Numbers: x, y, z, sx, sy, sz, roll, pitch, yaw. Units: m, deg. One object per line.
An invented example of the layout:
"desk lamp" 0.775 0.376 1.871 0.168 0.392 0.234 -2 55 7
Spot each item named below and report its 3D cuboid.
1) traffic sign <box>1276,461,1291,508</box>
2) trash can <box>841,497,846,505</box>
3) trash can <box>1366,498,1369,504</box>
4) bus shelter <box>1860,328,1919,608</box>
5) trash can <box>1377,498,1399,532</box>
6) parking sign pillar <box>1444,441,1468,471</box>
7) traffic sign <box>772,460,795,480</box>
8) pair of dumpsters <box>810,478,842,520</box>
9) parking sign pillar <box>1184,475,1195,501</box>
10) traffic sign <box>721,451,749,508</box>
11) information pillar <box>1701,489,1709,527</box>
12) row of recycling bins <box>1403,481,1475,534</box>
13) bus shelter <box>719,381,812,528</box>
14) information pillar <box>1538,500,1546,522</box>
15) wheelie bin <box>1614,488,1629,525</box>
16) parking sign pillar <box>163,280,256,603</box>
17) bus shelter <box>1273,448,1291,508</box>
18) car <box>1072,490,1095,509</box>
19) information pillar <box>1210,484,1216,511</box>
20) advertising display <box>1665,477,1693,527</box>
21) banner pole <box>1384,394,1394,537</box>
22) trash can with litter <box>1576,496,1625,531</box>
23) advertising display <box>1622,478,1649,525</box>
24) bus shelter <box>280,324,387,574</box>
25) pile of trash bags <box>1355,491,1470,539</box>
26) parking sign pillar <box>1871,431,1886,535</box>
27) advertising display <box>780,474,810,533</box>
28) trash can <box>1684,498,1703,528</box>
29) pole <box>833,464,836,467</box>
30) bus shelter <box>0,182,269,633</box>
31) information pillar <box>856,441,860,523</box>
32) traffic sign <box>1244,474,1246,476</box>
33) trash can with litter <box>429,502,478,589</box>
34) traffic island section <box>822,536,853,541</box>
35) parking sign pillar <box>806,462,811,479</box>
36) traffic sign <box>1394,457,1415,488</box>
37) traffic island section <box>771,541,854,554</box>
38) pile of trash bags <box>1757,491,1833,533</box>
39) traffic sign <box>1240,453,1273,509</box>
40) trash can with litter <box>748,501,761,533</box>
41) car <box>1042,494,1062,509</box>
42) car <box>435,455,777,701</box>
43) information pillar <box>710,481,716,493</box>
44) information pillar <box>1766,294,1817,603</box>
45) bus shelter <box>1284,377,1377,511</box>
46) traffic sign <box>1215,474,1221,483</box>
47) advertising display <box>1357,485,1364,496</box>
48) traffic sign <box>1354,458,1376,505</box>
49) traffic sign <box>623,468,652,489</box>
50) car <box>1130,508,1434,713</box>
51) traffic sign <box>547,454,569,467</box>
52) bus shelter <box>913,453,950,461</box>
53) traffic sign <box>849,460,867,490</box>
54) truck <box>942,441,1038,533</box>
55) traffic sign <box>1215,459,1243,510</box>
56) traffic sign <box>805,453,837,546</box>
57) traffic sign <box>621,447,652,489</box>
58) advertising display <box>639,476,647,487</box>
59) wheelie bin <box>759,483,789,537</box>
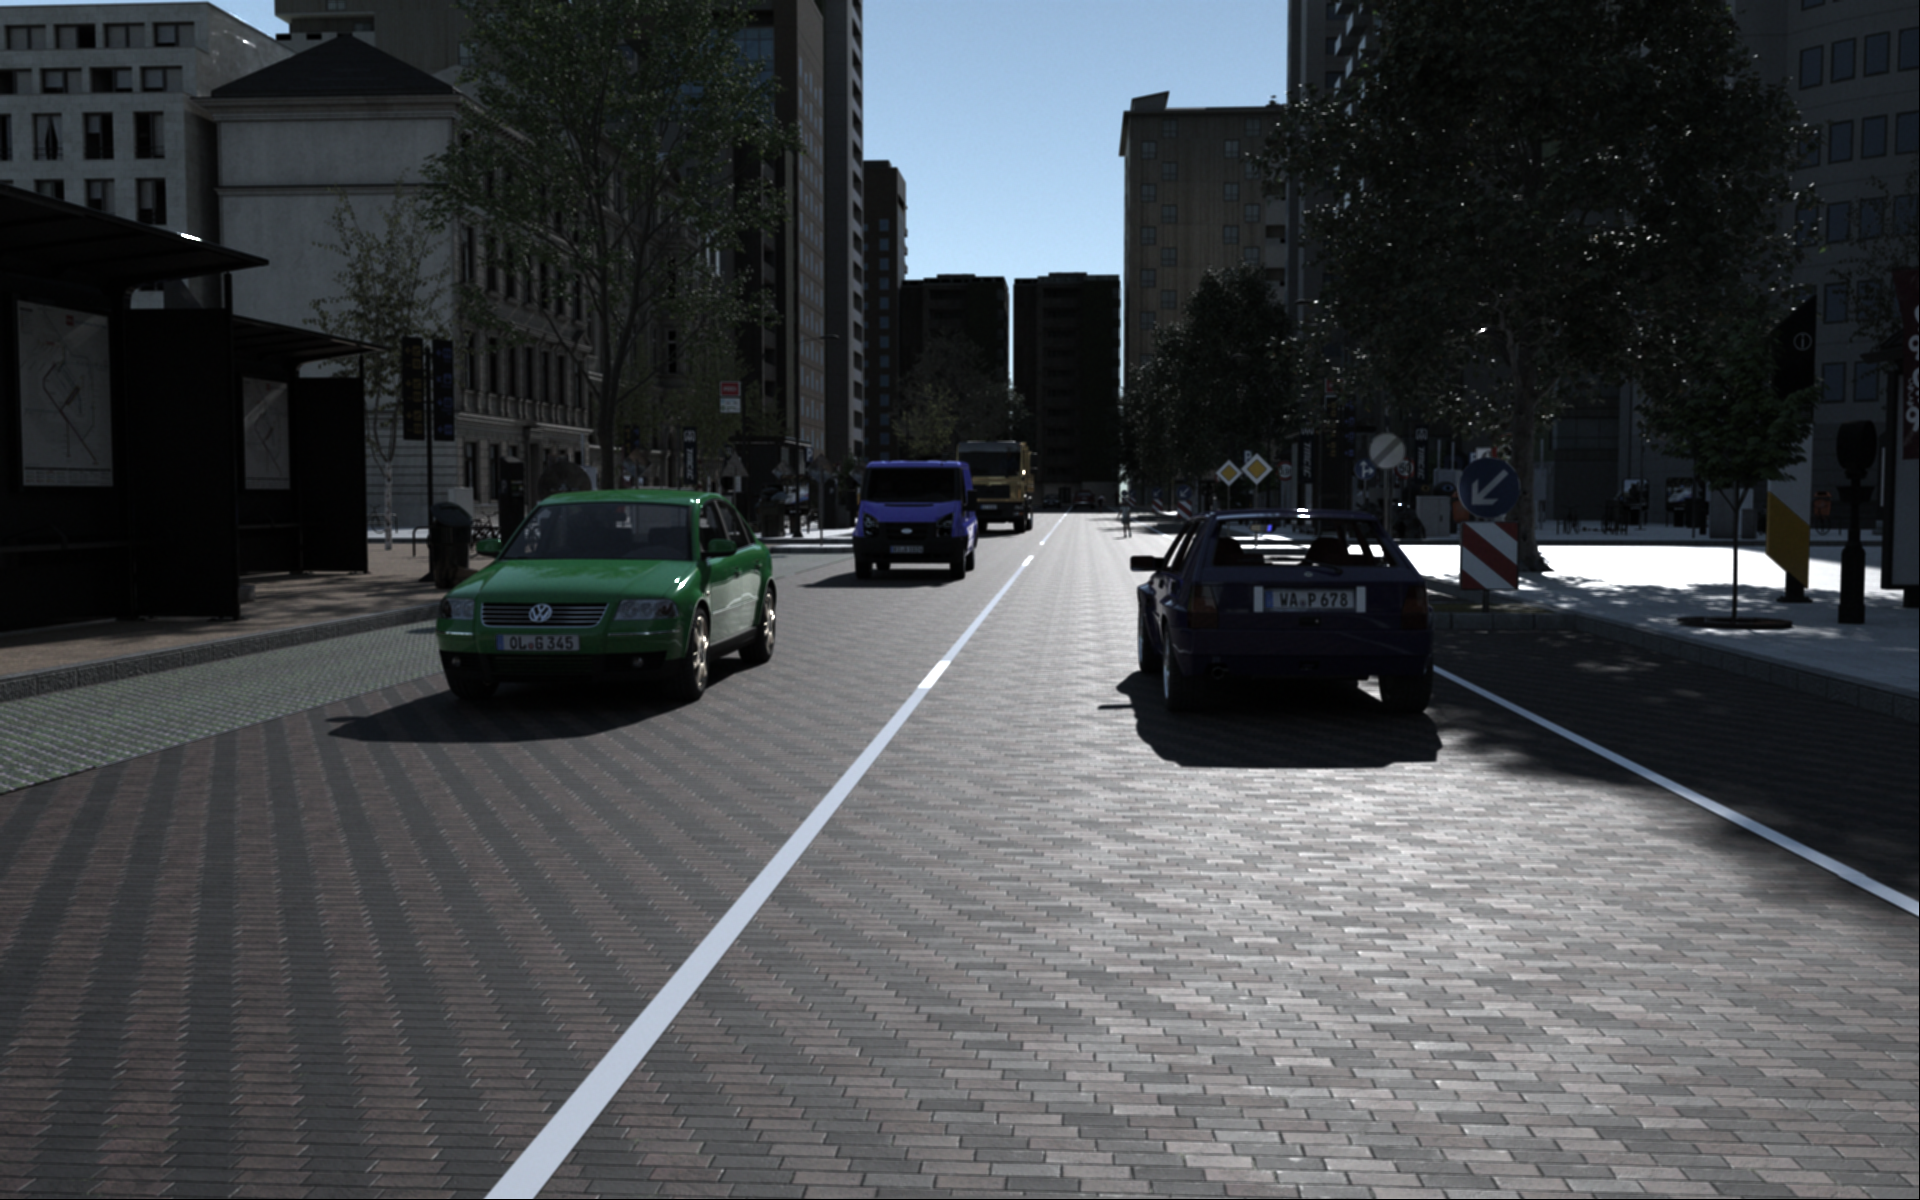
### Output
"traffic sign" 12.438 -4.047 66.270 0.768 2.556 0.104 1 4 9
"trash can" -5.838 -4.763 89.530 0.748 1.137 0.748 0 3 0
"trash can" 14.970 -3.120 62.665 0.748 1.137 0.748 0 3 0
"bus shelter" 11.049 -1.408 16.940 2.014 3.302 5.546 0 4 4
"trash can" 13.847 -2.714 56.035 0.748 1.137 0.748 0 3 0
"parking sign pillar" 24.949 -6.030 87.062 1.447 3.967 1.447 -3 5 -42
"traffic sign" -5.943 -3.495 58.321 0.795 2.450 0.064 0 4 5
"pair of dumpsters" -6.827 -5.064 85.295 1.574 2.255 4.437 0 4 4
"parking sign pillar" 16.034 -8.102 120.946 1.447 3.967 1.447 0 4 -8
"traffic sign" -6.796 -3.195 52.238 0.884 2.594 0.081 1 4 11
"information pillar" 29.015 -3.842 67.310 0.304 2.012 0.304 0 4 5
"row of recycling bins" 16.186 -3.006 56.266 3.534 1.692 1.069 0 4 2
"bus shelter" -7.249 -5.287 64.081 2.179 5.291 8.768 0 4 4
"information pillar" 26.889 -4.626 80.128 0.304 2.012 0.304 0 4 -6
"wheelie bin" 28.032 -3.989 73.126 0.693 1.594 0.980 0 4 5
"parking sign pillar" -9.127 -1.953 20.411 1.447 3.967 1.447 3 5 42
"bus shelter" 14.276 -4.755 71.670 2.014 3.302 5.546 0 4 4
"car" 11.918 -9.675 166.862 2.281 1.827 5.304 0 4 2
"information pillar" 18.144 -7.326 124.265 0.304 2.012 0.304 -3 5 -42
"advertising display" 28.029 -3.809 67.498 0.974 1.923 0.123 1 4 16
"banner pole" 9.555 -2.972 38.617 0.401 3.779 0.863 2 4 29
"trash can with litter" 22.263 -3.005 60.182 2.233 1.210 1.678 -1 4 -12
"advertising display" 27.706 -4.032 71.141 0.974 1.923 0.123 0 4 8
"bus shelter" -10.214 -2.046 24.736 1.731 3.624 6.357 0 4 4
"pile of trash bags" 12.975 -2.454 49.881 3.447 1.369 1.912 1 4 13
"parking sign pillar" 29.277 -4.005 53.957 1.447 3.967 1.447 -1 4 -19
"advertising display" -5.375 -3.139 56.533 0.974 1.923 0.123 0 4 6
"trash can" 27.788 -3.300 65.600 0.748 1.137 0.748 0 3 0
"pole" -8.551 -7.580 117.774 0.158 3.312 0.155 0 3 0
"bus shelter" -8.002 -1.418 14.468 1.731 3.624 6.357 0 4 4
"information pillar" -4.475 -5.195 76.288 0.183 3.616 0.504 0 4 -6
"traffic sign" 17.195 -6.340 103.759 0.768 2.556 0.104 1 4 10
"trash can with litter" -6.735 -0.737 23.437 0.624 1.170 1.055 -3 5 -42
"traffic island section" -2.888 -1.746 50.821 2.009 0.180 2.903 0 4 4
"parking sign pillar" -8.532 -6.312 91.667 1.447 3.967 1.447 2 4 26
"traffic sign" 15.228 -3.620 59.294 0.768 2.556 0.104 1 4 10
"traffic island section" -3.449 -1.258 42.856 2.009 0.180 2.903 0 4 4
"pile of trash bags" 27.518 -2.976 58.407 3.447 1.369 1.912 2 4 33
"traffic sign" 7.191 -2.348 42.027 0.795 2.450 0.064 0 4 4
"trash can with litter" -6.645 -2.828 57.621 0.624 1.170 1.055 2 4 34
"car" 9.124 -9.894 171.553 2.009 1.686 4.222 0 4 6
"car" -2.583 -0.286 13.469 1.959 1.807 4.718 0 4 3
"information pillar" -13.705 -5.599 96.028 0.304 2.012 0.304 -2 4 -28
"information pillar" 9.794 -1.776 20.396 0.504 3.616 0.183 0 4 3
"bus shelter" 11.989 -4.867 57.207 2.179 5.291 8.768 0 4 4
"traffic sign" 14.034 -5.674 92.881 0.768 2.556 0.104 1 4 9
"advertising display" 27.013 -6.873 117.585 0.123 1.923 0.974 -3 5 -43
"traffic sign" 14.423 -3.767 61.691 0.768 2.556 0.104 1 4 8
"traffic sign" -9.462 -3.110 50.845 0.884 2.594 0.081 1 4 9
"car" 2.256 -0.008 12.718 1.945 1.354 3.894 0 4 2
"traffic sign" -10.234 -2.570 44.153 0.606 2.300 0.079 1 4 12
"bus shelter" -1.721 -6.848 103.252 1.731 3.624 6.357 0 4 4
"traffic sign" -2.864 -2.882 50.758 0.795 2.450 0.064 0 4 4
"truck" 1.365 -4.295 66.142 3.469 3.379 9.791 0 4 5
"traffic sign" 7.752 -2.835 49.992 0.795 2.450 0.064 0 4 4
"traffic sign" -3.425 -2.395 42.793 0.795 2.450 0.064 0 4 4
"traffic sign" -7.993 -2.547 42.823 0.795 2.450 0.064 1 4 9
"advertising display" -11.741 -3.590 63.904 0.123 1.923 0.974 -2 4 -25
"wheelie bin" -5.558 -2.665 51.488 0.980 1.594 0.693 1 4 14
